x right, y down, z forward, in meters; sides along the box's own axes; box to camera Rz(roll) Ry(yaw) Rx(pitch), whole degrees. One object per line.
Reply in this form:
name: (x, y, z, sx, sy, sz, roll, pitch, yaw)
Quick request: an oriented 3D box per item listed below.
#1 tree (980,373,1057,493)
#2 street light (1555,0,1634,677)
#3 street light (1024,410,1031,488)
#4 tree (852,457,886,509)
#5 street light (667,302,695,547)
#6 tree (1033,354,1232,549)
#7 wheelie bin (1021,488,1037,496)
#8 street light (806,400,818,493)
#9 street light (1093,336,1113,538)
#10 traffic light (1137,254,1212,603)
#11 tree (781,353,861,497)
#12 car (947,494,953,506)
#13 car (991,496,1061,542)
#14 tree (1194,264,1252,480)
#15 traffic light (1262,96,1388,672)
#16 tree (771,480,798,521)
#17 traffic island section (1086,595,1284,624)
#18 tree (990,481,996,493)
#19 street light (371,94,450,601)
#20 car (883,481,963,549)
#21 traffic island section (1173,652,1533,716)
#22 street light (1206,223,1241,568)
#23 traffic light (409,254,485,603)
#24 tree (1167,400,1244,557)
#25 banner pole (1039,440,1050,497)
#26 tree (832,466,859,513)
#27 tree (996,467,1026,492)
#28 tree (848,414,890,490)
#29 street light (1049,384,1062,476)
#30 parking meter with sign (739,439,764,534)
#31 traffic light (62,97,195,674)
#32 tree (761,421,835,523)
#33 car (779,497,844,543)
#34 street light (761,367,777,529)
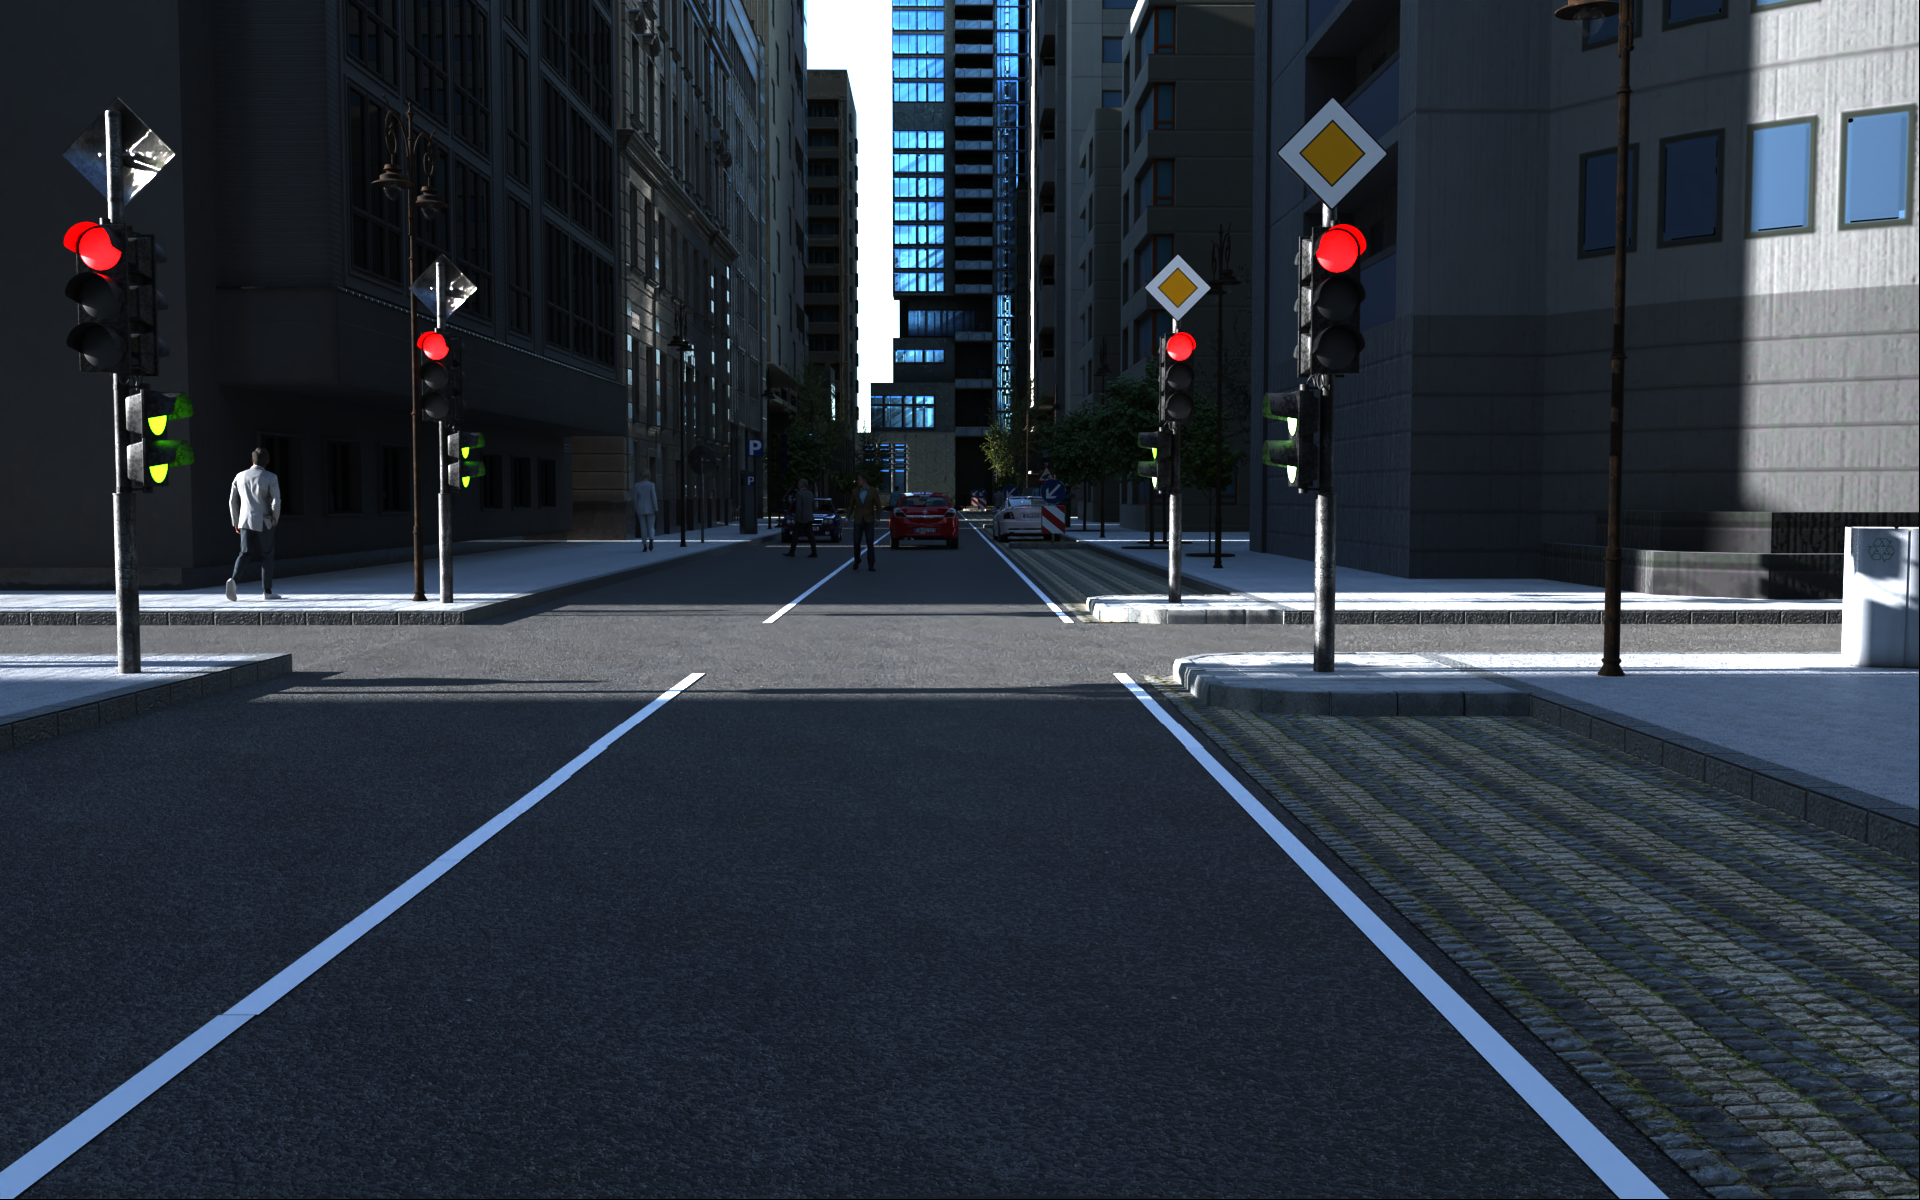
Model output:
tree: (3.643, -9.413, 104.265, 4.737, 8.622, 4.395, 0, 3, 0)
street light: (4.610, -2.403, 12.083, 0.468, 5.910, 1.993, 0, 4, -1)
street light: (3.707, -7.488, 95.223, 0.468, 5.910, 1.993, 0, 4, -1)
tree: (-8.054, -10.355, 153.012, 4.285, 4.588, 4.351, 0, 3, 0)
street light: (-6.731, -4.229, 41.928, 0.468, 5.910, 1.993, 0, 4, -1)
tree: (4.491, -3.494, 40.841, 4.285, 4.588, 4.351, 0, 3, 0)
wheelie bin: (3.676, -5.081, 90.990, 0.980, 1.594, 0.693, 1, 4, 12)
street light: (-7.256, -6.872, 85.152, 0.468, 5.910, 1.993, 0, 4, -1)
street light: (4.208, -4.782, 50.971, 0.468, 5.910, 1.993, 0, 4, -1)
traffic light: (2.528, -1.926, 20.410, 0.839, 4.253, 0.868, 0, 4, -1)
tree: (-7.385, -8.528, 89.799, 4.737, 8.622, 4.395, 0, 3, 0)
car: (-1.376, -6.002, 106.923, 1.959, 1.807, 4.718, 0, 4, -2)
car: (2.006, -2.459, 52.573, 2.083, 1.381, 4.827, 0, 4, -2)
tree: (9.339, -6.316, 53.626, 4.360, 8.622, 3.978, 0, 3, 0)
traffic light: (2.616, -1.438, 12.425, 0.839, 4.253, 0.868, 0, 4, -1)
tree: (-8.336, -5.340, 81.909, 1.663, 3.219, 1.824, 0, 3, 0)
traffic island section: (2.568, 0.107, 20.524, 2.009, 0.180, 2.903, 0, 4, -1)
tree: (3.201, -8.733, 137.382, 1.663, 3.219, 1.824, 0, 3, 0)
street light: (-6.484, -2.925, 20.608, 0.468, 5.910, 1.993, 0, 4, -1)
car: (-0.985, -2.295, 46.559, 2.155, 1.783, 4.494, 0, 4, -2)
traffic island section: (2.656, 0.596, 12.539, 2.009, 0.180, 2.903, 0, 4, -1)
street light: (4.470, -3.489, 29.833, 0.468, 5.910, 1.993, 0, 4, -1)
traffic light: (-6.033, -1.919, 20.299, 0.839, 4.253, 0.868, 0, 4, -1)
tree: (5.183, -2.516, 35.731, 1.663, 3.219, 1.824, 0, 3, 0)
banner pole: (3.896, -5.548, 80.727, 0.863, 3.779, 0.401, 3, 5, 42)
tree: (-8.022, -7.554, 118.113, 1.663, 3.219, 1.824, 0, 3, 0)
tree: (3.742, -7.790, 121.970, 1.663, 3.219, 1.824, 0, 3, 0)
tree: (-8.205, -12.678, 157.654, 4.360, 8.622, 3.978, 0, 3, 0)
street light: (4.022, -6.119, 72.841, 0.468, 5.910, 1.993, 0, 4, -1)
parking meter with sign: (-6.778, -3.639, 55.750, 0.543, 3.016, 1.738, -1, 4, -19)
traffic light: (-5.944, -1.431, 12.315, 0.839, 4.253, 0.868, 0, 4, -1)
tree: (-7.343, -5.780, 78.218, 4.285, 4.588, 4.351, 0, 3, 0)
car: (-4.461, -2.431, 52.323, 1.945, 1.354, 3.894, 0, 4, -2)
street light: (-6.984, -5.542, 63.398, 0.468, 5.910, 1.993, 0, 4, -1)
